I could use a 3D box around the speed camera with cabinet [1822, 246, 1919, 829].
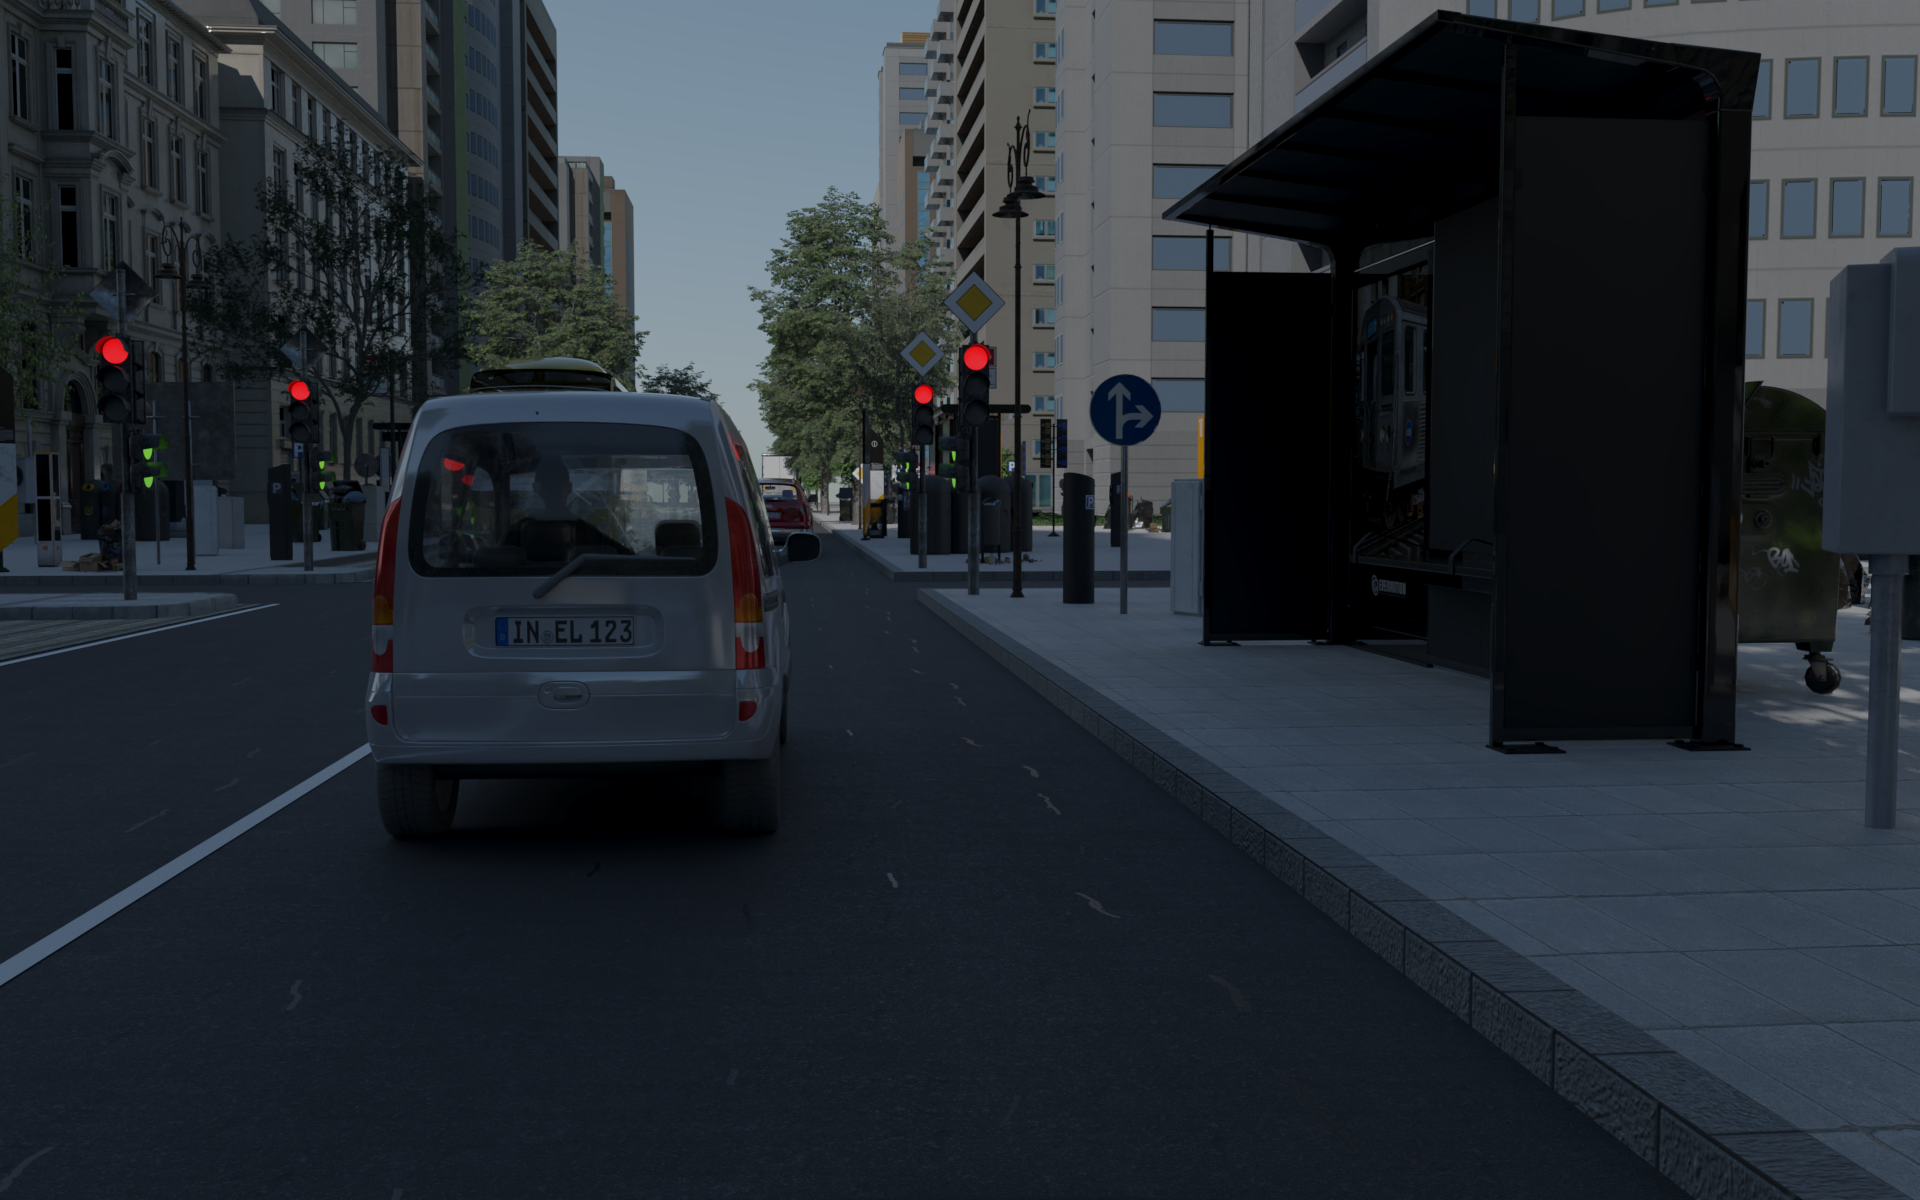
[{"bbox_3d":[4.391,-0.741,6.457,2.038,3.252,0.660,1,4,20],"label":"speed camera with cabinet"}]

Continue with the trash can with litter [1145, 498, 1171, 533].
[{"bbox_3d":[6.734,-2.825,57.577,1.055,1.170,0.624,-1,4,-14],"label":"trash can with litter"}]

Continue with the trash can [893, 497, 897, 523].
[{"bbox_3d":[-3.065,-3.785,73.546,0.748,1.137,0.748,0,3,0],"label":"trash can"}]

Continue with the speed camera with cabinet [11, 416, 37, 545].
[{"bbox_3d":[-24.302,-3.039,44.031,2.038,3.252,0.660,1,4,20],"label":"speed camera with cabinet"}]

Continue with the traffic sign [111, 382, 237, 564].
[{"bbox_3d":[-14.281,-2.299,31.464,2.265,3.308,0.079,0,4,1],"label":"traffic sign"}]

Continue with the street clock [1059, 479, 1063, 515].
[{"bbox_3d":[4.932,-4.758,82.359,0.358,2.002,0.471,3,4,38],"label":"street clock"}]

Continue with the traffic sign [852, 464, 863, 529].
[{"bbox_3d":[-3.581,-3.836,63.909,0.795,2.450,0.064,0,4,3],"label":"traffic sign"}]

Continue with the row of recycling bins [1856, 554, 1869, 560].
[{"bbox_3d":[18.799,-1.645,34.009,3.534,1.692,1.069,0,4,-8],"label":"row of recycling bins"}]

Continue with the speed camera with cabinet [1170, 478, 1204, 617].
[{"bbox_3d":[3.275,-1.487,18.655,2.038,3.252,0.660,-2,4,-27],"label":"speed camera with cabinet"}]

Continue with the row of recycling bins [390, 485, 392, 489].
[{"bbox_3d":[-24.989,-4.134,74.699,1.069,1.692,3.534,2,4,29],"label":"row of recycling bins"}]

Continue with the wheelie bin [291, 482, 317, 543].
[{"bbox_3d":[-17.460,-2.333,46.056,0.693,1.594,0.980,3,4,38],"label":"wheelie bin"}]

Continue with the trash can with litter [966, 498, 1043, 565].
[{"bbox_3d":[0.903,-1.305,32.387,1.678,1.210,2.233,3,5,39],"label":"trash can with litter"}]

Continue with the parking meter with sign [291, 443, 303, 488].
[{"bbox_3d":[-22.101,-3.714,56.991,0.543,3.016,1.738,0,4,7],"label":"parking meter with sign"}]

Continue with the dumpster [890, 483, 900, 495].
[{"bbox_3d":[-3.412,-5.379,93.698,1.264,1.857,1.865,0,4,-6],"label":"dumpster"}]

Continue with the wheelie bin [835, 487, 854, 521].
[{"bbox_3d":[-5.446,-4.560,82.469,0.980,1.594,0.693,0,4,2],"label":"wheelie bin"}]

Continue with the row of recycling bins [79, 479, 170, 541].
[{"bbox_3d":[-23.194,-2.507,48.109,3.534,1.692,1.069,2,4,33],"label":"row of recycling bins"}]

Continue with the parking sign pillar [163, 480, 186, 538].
[{"bbox_3d":[-22.982,-3.837,51.201,1.447,3.967,1.447,1,4,10],"label":"parking sign pillar"}]

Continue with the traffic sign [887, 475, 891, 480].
[{"bbox_3d":[-4.584,-6.424,105.144,0.768,2.556,0.104,0,3,0],"label":"traffic sign"}]

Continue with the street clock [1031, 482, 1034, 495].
[{"bbox_3d":[4.279,-6.145,105.045,0.358,2.002,0.471,1,4,21],"label":"street clock"}]

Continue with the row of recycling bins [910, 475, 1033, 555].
[{"bbox_3d":[0.328,-1.872,37.728,1.069,1.692,3.534,3,5,43],"label":"row of recycling bins"}]

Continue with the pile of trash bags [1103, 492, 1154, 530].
[{"bbox_3d":[6.149,-3.293,63.592,1.912,1.369,3.447,0,4,8],"label":"pile of trash bags"}]

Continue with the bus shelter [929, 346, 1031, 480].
[{"bbox_3d":[0.188,-4.092,44.540,2.179,5.291,8.768,0,4,-6],"label":"bus shelter"}]

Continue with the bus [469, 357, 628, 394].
[{"bbox_3d":[-7.826,-2.640,34.718,2.896,3.916,12.252,0,4,-8],"label":"bus"}]

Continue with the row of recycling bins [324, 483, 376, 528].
[{"bbox_3d":[-23.923,-3.606,66.073,3.534,1.692,1.069,0,4,-7],"label":"row of recycling bins"}]

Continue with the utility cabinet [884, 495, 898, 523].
[{"bbox_3d":[-2.908,-4.011,76.734,1.020,1.237,0.306,3,5,39],"label":"utility cabinet"}]

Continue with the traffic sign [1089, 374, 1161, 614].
[{"bbox_3d":[1.755,-1.124,18.487,0.768,2.556,0.104,0,4,1],"label":"traffic sign"}]

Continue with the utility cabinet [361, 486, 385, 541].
[{"bbox_3d":[-15.964,-2.325,46.698,1.173,1.500,0.318,3,4,36],"label":"utility cabinet"}]

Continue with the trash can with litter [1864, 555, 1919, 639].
[{"bbox_3d":[8.450,-0.253,15.531,0.624,1.170,1.055,0,4,3],"label":"trash can with litter"}]

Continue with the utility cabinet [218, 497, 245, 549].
[{"bbox_3d":[-17.201,-1.815,40.836,0.306,1.237,1.020,-3,5,-44],"label":"utility cabinet"}]

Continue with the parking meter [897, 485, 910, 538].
[{"bbox_3d":[-1.628,-2.561,50.277,0.372,1.533,0.369,0,3,0],"label":"parking meter"}]

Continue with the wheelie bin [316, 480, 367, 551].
[{"bbox_3d":[-13.827,-1.907,39.086,0.980,1.594,0.693,1,4,11],"label":"wheelie bin"}]

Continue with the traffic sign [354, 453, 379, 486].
[{"bbox_3d":[-18.555,-3.306,54.152,0.768,2.556,0.104,0,4,0],"label":"traffic sign"}]

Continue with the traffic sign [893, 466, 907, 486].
[{"bbox_3d":[-2.087,-3.598,60.957,0.606,2.300,0.079,0,4,-2],"label":"traffic sign"}]

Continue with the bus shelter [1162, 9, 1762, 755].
[{"bbox_3d":[2.859,-1.244,11.621,1.731,3.624,6.357,0,4,-6],"label":"bus shelter"}]

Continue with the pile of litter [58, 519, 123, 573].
[{"bbox_3d":[-14.470,-0.920,28.999,1.176,0.858,1.719,-1,4,-14],"label":"pile of litter"}]

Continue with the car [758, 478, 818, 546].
[{"bbox_3d":[-4.504,-1.983,41.093,2.281,1.827,5.304,0,4,-5],"label":"car"}]

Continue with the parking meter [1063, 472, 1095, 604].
[{"bbox_3d":[1.395,-0.729,20.328,0.372,1.533,0.369,0,3,0],"label":"parking meter"}]

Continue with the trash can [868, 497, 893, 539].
[{"bbox_3d":[-2.412,-2.356,50.179,0.748,1.137,0.748,0,3,0],"label":"trash can"}]

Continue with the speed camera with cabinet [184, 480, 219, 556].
[{"bbox_3d":[-16.027,-2.580,36.525,0.660,3.252,2.038,-2,4,-26],"label":"speed camera with cabinet"}]

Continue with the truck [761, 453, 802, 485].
[{"bbox_3d":[-12.836,-8.288,124.414,2.839,4.237,11.283,0,4,-5],"label":"truck"}]

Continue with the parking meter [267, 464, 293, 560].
[{"bbox_3d":[-13.187,-1.704,33.579,0.399,1.863,0.255,0,4,6],"label":"parking meter"}]

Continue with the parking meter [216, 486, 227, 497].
[{"bbox_3d":[-24.402,-2.987,57.241,0.372,1.533,0.369,0,3,0],"label":"parking meter"}]

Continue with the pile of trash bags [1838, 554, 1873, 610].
[{"bbox_3d":[10.766,-0.643,20.260,1.912,1.369,3.447,3,5,42],"label":"pile of trash bags"}]

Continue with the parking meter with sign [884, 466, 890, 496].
[{"bbox_3d":[-3.432,-5.102,79.682,0.543,3.016,1.738,0,4,3],"label":"parking meter with sign"}]

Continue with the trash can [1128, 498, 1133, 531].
[{"bbox_3d":[5.577,-2.933,59.608,0.748,1.137,0.748,0,3,0],"label":"trash can"}]

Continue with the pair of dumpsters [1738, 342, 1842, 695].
[{"bbox_3d":[4.792,-0.643,13.006,1.574,2.255,4.437,0,4,-6],"label":"pair of dumpsters"}]

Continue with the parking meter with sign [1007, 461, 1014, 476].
[{"bbox_3d":[2.291,-5.914,92.961,0.543,3.016,1.738,-2,4,-34],"label":"parking meter with sign"}]

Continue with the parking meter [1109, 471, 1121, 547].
[{"bbox_3d":[3.830,-2.217,41.954,0.399,1.863,0.255,-1,4,-10],"label":"parking meter"}]

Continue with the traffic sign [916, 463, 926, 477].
[{"bbox_3d":[-1.606,-3.912,63.971,0.884,2.594,0.081,0,4,-5],"label":"traffic sign"}]

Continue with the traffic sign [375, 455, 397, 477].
[{"bbox_3d":[-18.121,-3.330,54.548,0.768,2.556,0.104,0,4,0],"label":"traffic sign"}]
